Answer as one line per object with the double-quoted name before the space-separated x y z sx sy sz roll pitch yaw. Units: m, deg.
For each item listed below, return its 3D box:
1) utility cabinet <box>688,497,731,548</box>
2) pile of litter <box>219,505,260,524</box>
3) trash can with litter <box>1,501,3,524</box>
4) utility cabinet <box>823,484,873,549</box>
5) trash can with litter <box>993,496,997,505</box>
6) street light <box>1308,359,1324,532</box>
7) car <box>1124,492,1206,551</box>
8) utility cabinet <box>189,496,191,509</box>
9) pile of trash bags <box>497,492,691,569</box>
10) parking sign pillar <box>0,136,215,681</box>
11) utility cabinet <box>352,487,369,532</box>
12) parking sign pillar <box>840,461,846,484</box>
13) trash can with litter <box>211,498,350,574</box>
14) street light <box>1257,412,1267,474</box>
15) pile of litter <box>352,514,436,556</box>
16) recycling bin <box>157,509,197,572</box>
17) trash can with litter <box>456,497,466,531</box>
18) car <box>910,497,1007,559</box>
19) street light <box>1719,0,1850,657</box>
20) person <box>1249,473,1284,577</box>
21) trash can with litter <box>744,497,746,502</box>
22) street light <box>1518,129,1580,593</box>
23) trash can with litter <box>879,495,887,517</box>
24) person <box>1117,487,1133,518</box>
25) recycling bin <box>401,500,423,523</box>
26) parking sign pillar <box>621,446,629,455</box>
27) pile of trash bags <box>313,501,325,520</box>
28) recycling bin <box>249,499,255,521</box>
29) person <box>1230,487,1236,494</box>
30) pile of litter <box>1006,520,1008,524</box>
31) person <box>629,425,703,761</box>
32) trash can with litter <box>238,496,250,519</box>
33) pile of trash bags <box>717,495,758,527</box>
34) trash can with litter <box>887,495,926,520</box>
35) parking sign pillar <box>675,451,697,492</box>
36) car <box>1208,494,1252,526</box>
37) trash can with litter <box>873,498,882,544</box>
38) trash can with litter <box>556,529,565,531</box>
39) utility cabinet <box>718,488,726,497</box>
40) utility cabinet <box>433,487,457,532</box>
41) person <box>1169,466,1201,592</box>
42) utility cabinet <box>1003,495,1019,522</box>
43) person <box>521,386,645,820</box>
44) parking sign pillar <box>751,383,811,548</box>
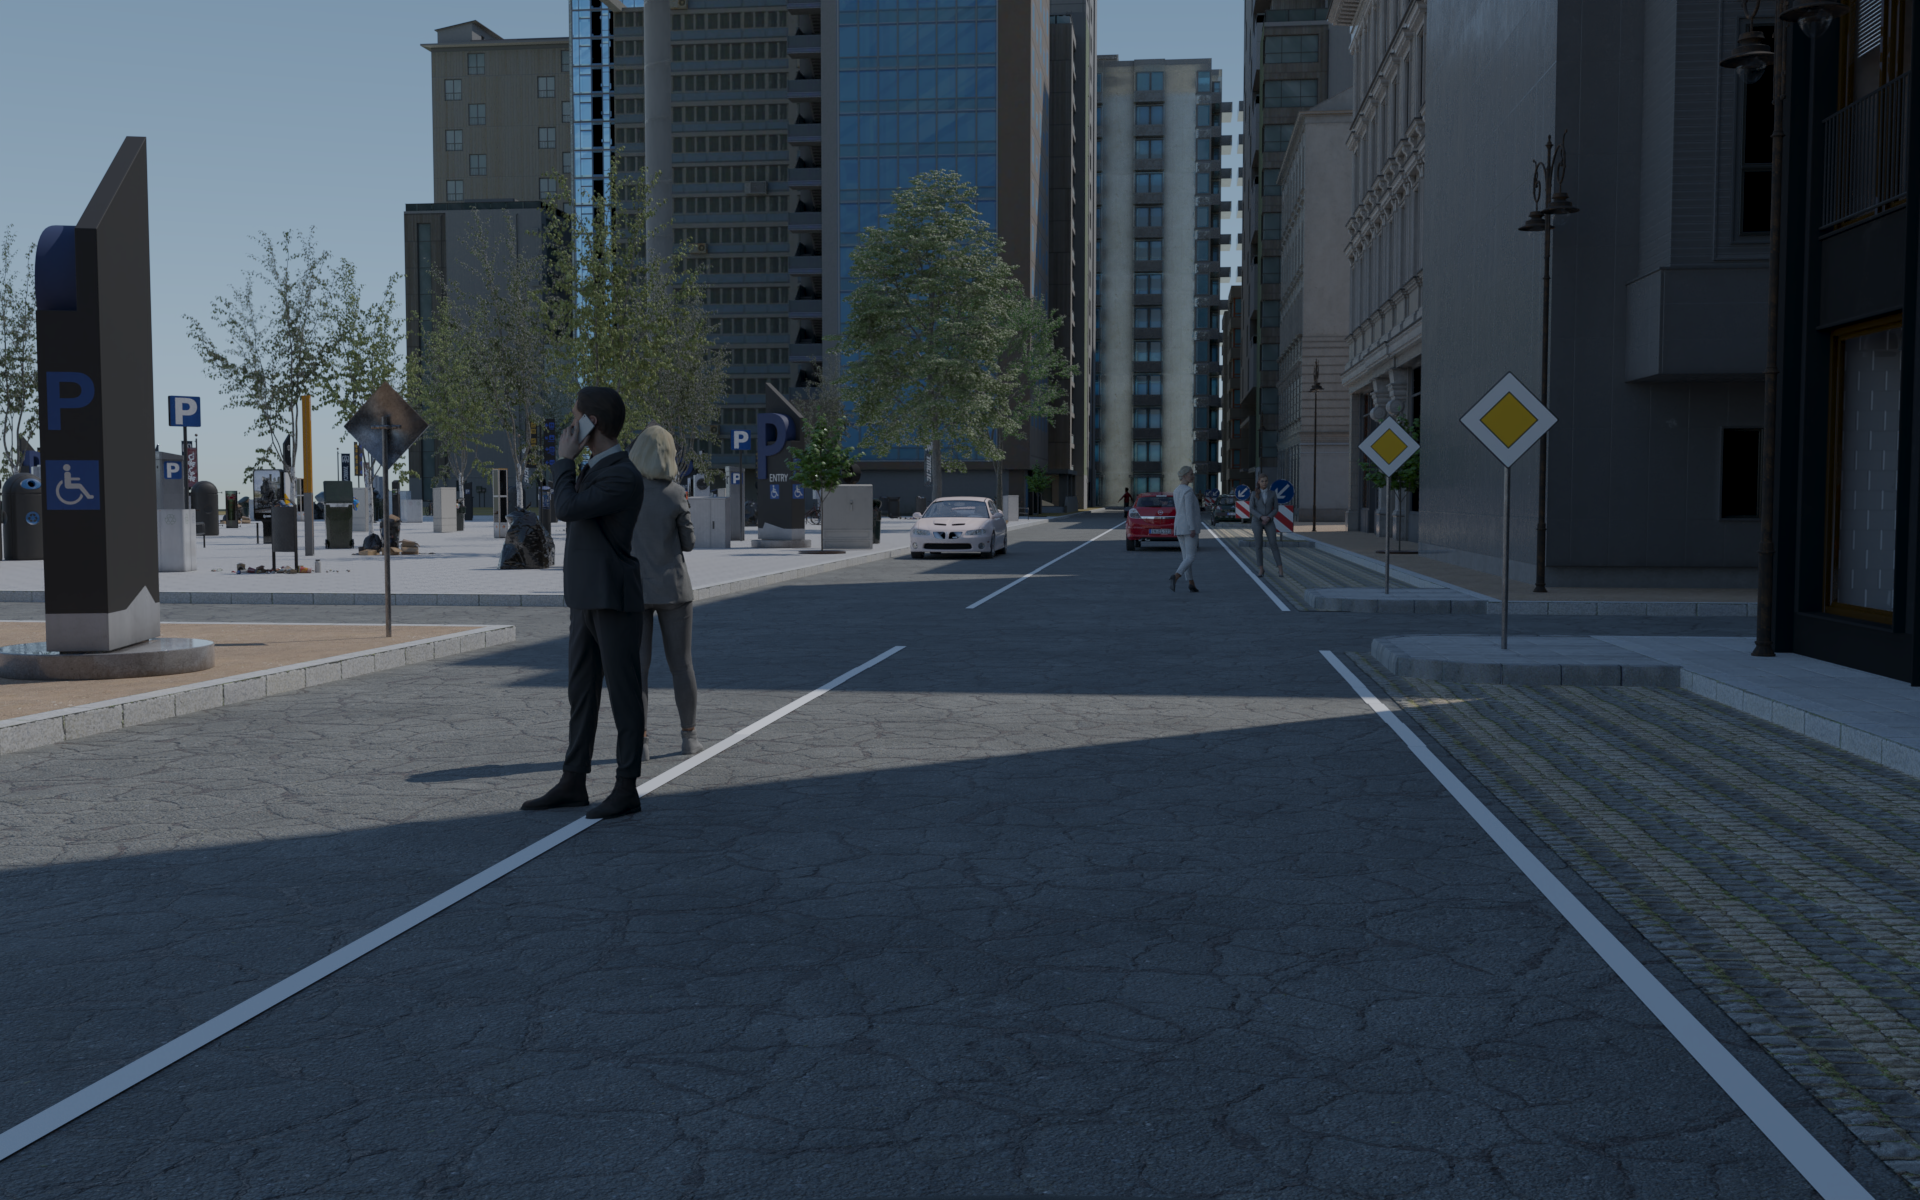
"utility cabinet" -5.964 -1.829 41.061 1.020 1.237 0.306 1 4 17
"pile of litter" -31.113 -3.713 74.671 1.719 0.858 1.176 -1 4 -17
"trash can with litter" -41.238 -3.869 74.645 0.624 1.170 1.055 3 5 41
"utility cabinet" -2.600 -1.902 39.782 1.173 1.500 0.318 0 4 -7
"trash can with litter" 2.296 -5.120 95.103 1.055 1.170 0.624 0 4 0
"street light" 12.148 -5.287 59.229 0.468 5.910 1.993 0 4 7
"car" 5.313 -2.207 45.127 2.155 1.783 4.494 1 4 9
"utility cabinet" -25.788 -2.866 58.023 0.306 1.237 1.020 -1 4 -13
"pile of trash bags" -6.343 -1.241 30.042 3.447 1.369 1.912 1 4 9
"parking sign pillar" -6.214 -1.469 12.498 1.447 3.967 1.447 -1 4 -10
"utility cabinet" -20.337 -3.054 58.610 1.173 1.500 0.318 3 4 37
"parking sign pillar" -6.707 -6.477 94.374 1.447 3.967 1.447 -1 4 -14
"trash can with litter" -11.279 -1.061 28.403 2.233 1.210 1.678 2 4 26
"street light" 16.688 -7.525 95.828 0.468 5.910 1.993 0 4 7
"pile of litter" -11.962 -1.388 36.652 1.719 0.858 1.176 -1 4 -16
"recycling bin" -13.129 -0.988 28.700 0.722 1.027 0.722 0 4 -8
"trash can with litter" -17.626 -2.966 59.882 1.055 1.170 0.624 1 4 20
"car" 0.021 -1.693 40.036 2.083 1.381 4.827 0 4 7
"street light" 6.367 -2.493 13.548 0.468 5.910 1.993 0 4 7
"person" 5.271 -1.284 29.771 0.520 1.790 0.573 -1 4 -12
"trash can with litter" -11.347 -4.624 86.653 2.233 1.210 1.678 -3 5 -41
"street light" 7.583 -3.038 22.456 0.468 5.910 1.993 0 4 7
"trash can with litter" -4.671 -5.280 97.388 2.233 1.210 1.678 0 4 0
"person" 9.845 -5.758 102.600 1.348 1.831 0.705 -3 5 -44
"recycling bin" -24.475 -3.961 77.318 0.722 1.027 0.722 -3 5 -39
"parking sign pillar" -14.760 -5.279 74.790 1.447 3.967 1.447 -2 4 -31
"pile of trash bags" -32.045 -4.713 86.818 1.912 1.369 3.447 1 4 10
"recycling bin" -33.493 -4.302 82.886 0.722 1.027 0.722 1 4 18
"person" 14.103 -4.950 89.548 0.853 1.813 0.709 0 4 -4
"pile of litter" 1.512 -3.671 73.993 1.176 0.858 1.719 0 4 8
"person" -1.707 -0.049 9.485 0.537 1.800 0.526 0 4 4
"trash can with litter" -36.829 -4.730 88.726 0.624 1.170 1.055 2 4 25
"pile of trash bags" -9.538 -3.612 68.814 3.447 1.369 1.912 0 4 6
"trash can with litter" -2.356 -4.690 87.733 2.233 1.210 1.678 0 4 6
"parking sign pillar" -14.642 -6.325 91.882 1.447 3.967 1.447 0 4 -2
"car" 12.243 -4.184 78.199 2.009 1.686 4.222 0 4 6
"trash can with litter" -2.383 -2.041 44.754 0.624 1.170 1.055 -1 4 -15
"trash can with litter" -13.269 -2.988 59.903 1.678 1.210 2.233 0 4 -5
"utility cabinet" -8.651 -3.407 64.388 0.318 1.500 1.173 1 4 15
"utility cabinet" -17.186 -3.000 57.731 0.318 1.500 1.173 0 4 7
"person" 3.238 -1.023 25.097 0.818 1.842 0.514 -3 5 -42
"utility cabinet" 2.371 -4.280 81.133 0.306 1.237 1.020 2 4 30
"person" -1.649 0.010 7.697 0.474 1.900 0.648 -2 4 -31
"parking sign pillar" -4.292 -3.243 41.487 1.447 3.967 1.447 -3 5 -45
